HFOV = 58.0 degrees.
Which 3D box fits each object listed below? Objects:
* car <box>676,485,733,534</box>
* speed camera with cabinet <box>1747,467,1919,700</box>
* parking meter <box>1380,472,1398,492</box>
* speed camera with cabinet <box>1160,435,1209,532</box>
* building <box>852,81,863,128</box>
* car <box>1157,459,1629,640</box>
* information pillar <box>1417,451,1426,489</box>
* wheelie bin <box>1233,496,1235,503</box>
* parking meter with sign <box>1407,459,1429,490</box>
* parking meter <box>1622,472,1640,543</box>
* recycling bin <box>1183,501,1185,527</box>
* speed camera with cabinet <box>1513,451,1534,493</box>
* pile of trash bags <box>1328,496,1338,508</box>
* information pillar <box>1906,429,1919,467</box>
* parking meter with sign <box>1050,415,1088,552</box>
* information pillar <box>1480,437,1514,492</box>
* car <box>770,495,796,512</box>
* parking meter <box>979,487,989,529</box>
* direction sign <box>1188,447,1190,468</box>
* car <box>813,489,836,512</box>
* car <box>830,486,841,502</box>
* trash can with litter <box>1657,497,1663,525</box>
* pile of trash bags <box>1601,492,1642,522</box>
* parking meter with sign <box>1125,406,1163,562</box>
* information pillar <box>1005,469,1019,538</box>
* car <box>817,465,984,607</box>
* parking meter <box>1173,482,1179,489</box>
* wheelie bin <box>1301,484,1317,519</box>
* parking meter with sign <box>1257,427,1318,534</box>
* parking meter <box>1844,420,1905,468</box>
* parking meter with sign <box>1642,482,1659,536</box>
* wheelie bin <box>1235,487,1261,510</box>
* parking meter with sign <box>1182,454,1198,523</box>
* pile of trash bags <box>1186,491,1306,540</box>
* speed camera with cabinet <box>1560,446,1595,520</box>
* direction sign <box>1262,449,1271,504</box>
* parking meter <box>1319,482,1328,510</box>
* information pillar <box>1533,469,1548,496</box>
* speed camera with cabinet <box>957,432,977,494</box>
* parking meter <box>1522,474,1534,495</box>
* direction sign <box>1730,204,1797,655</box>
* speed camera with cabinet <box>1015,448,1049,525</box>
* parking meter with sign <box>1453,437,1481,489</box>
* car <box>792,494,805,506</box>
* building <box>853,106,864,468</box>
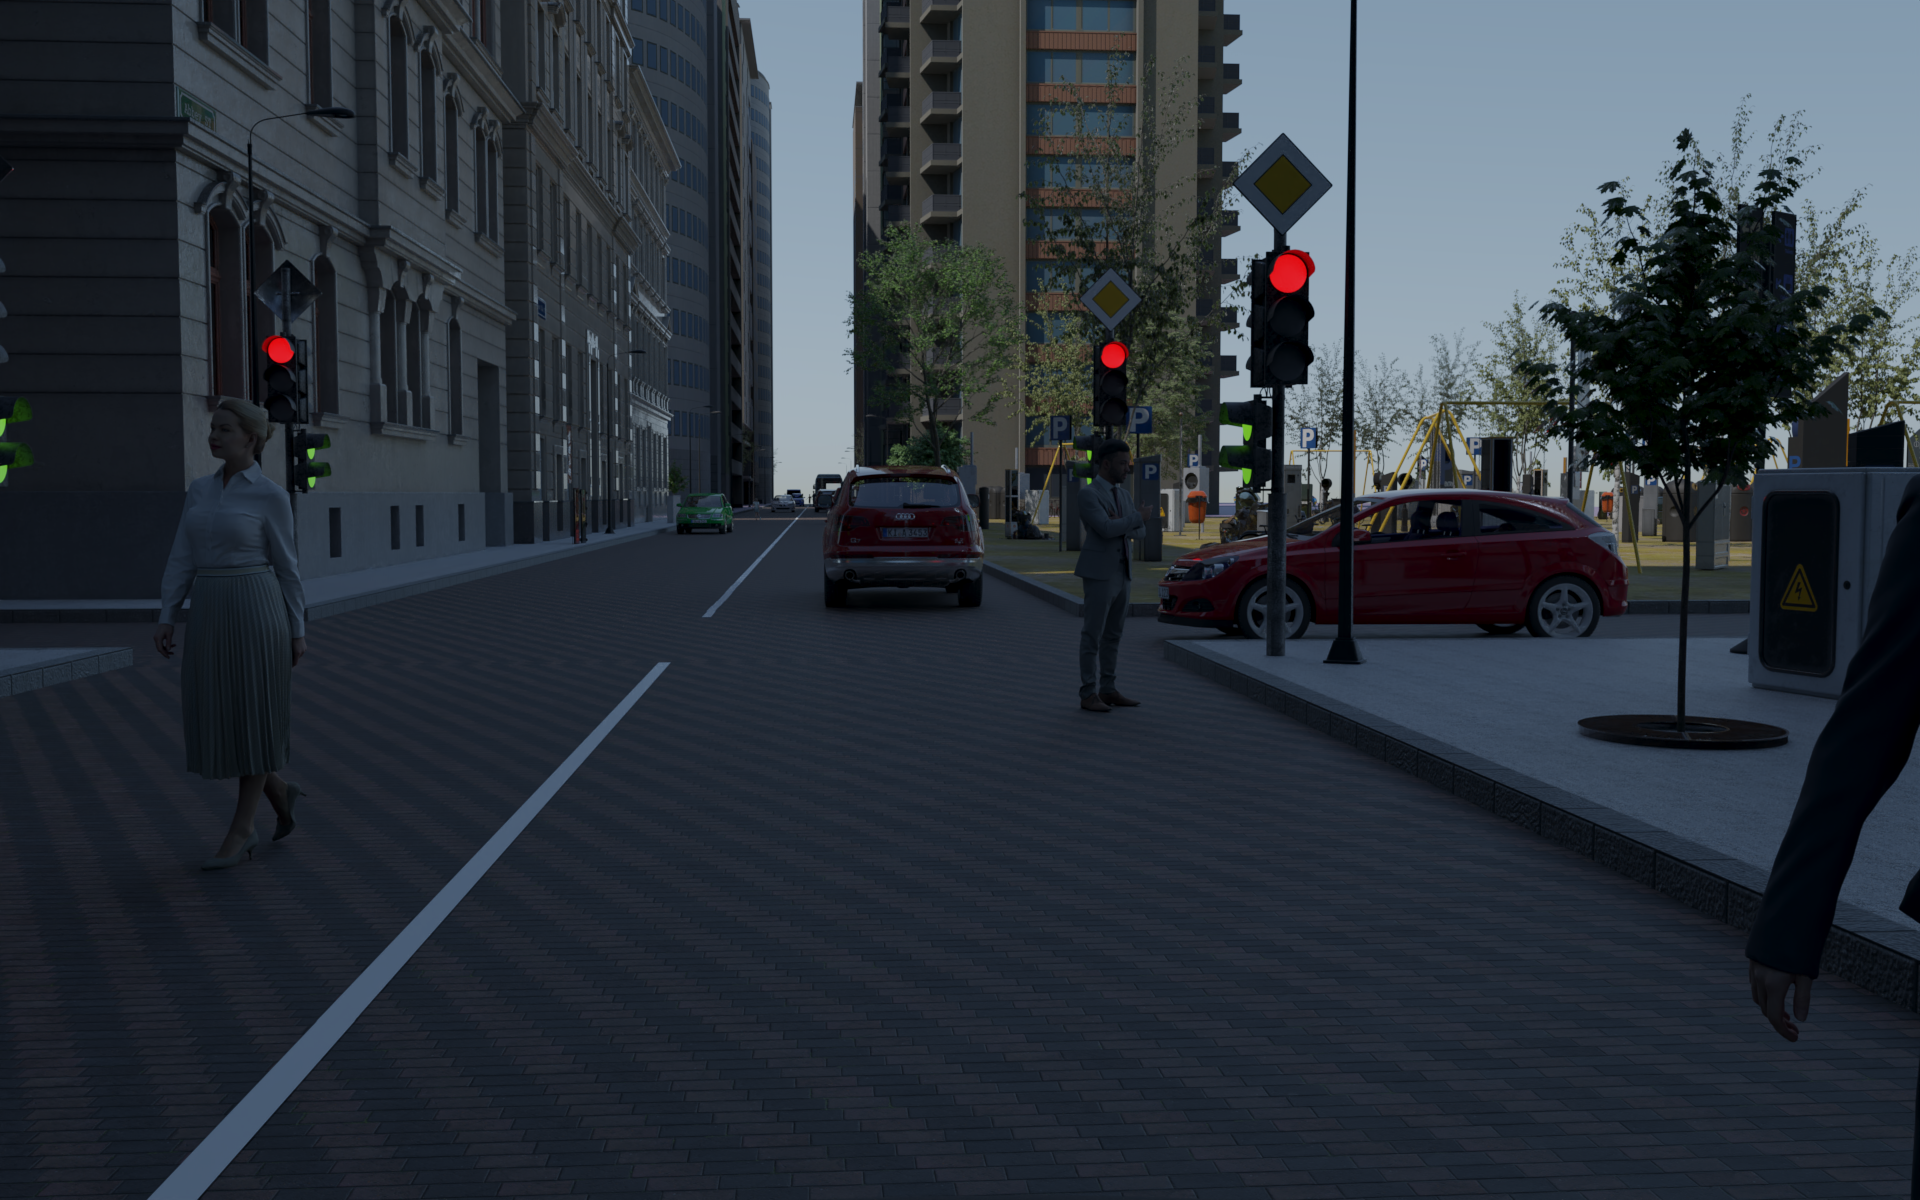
[{"bbox_3d":[-9.324,-3.339,63.391,1.959,1.807,4.718,0,4,-3],"label":"car"},{"bbox_3d":[5.778,-0.991,10.534,0.660,3.252,2.038,-1,4,-17],"label":"speed camera with cabinet"},{"bbox_3d":[11.278,-2.437,45.557,0.255,1.863,0.399,-3,4,-37],"label":"parking meter"},{"bbox_3d":[7.387,-3.909,58.240,0.660,3.252,2.038,-3,5,-45],"label":"speed camera with cabinet"},{"bbox_3d":[1.132,-38.475,218.307,28.713,52.752,27.495,0,4,-5],"label":"building"},{"bbox_3d":[4.172,-0.484,16.950,4.494,1.783,2.155,0,4,-3],"label":"car"},{"bbox_3d":[25.295,-6.342,95.038,0.504,3.616,0.183,0,4,5],"label":"information pillar"},{"bbox_3d":[12.449,-4.163,75.973,0.980,1.594,0.693,1,4,19],"label":"wheelie bin"},{"bbox_3d":[22.454,-5.506,86.278,1.738,3.016,0.543,-2,4,-25],"label":"parking meter with sign"},{"bbox_3d":[17.670,-2.440,45.605,0.399,1.863,0.255,-1,4,-21],"label":"parking meter"},{"bbox_3d":[8.156,-3.304,66.581,0.722,1.027,0.722,-3,5,-41],"label":"recycling bin"},{"bbox_3d":[26.008,-5.212,79.547,2.038,3.252,0.660,-3,5,-42],"label":"speed camera with cabinet"},{"bbox_3d":[21.357,-5.145,93.868,3.447,1.369,1.912,1,4,12],"label":"pile of trash bags"},{"bbox_3d":[34.140,-4.324,62.058,0.504,3.616,0.183,0,4,-8],"label":"information pillar"},{"bbox_3d":[2.783,-2.622,39.133,0.543,3.016,1.738,3,5,41],"label":"parking meter with sign"},{"bbox_3d":[6.903,-1.090,22.314,0.304,2.012,0.304,-1,4,-9],"label":"information pillar"},{"bbox_3d":[-14.017,-7.644,137.339,2.083,1.381,4.827,0,4,-5],"label":"car"},{"bbox_3d":[0.873,-3.343,63.072,0.372,1.533,0.369,0,3,0],"label":"parking meter"},{"bbox_3d":[10.966,-5.572,83.104,0.379,3.537,0.876,0,4,3],"label":"direction sign"},{"bbox_3d":[-10.479,-7.859,137.163,2.281,1.827,5.304,0,4,-6],"label":"car"},{"bbox_3d":[-5.129,-4.502,82.283,2.281,1.827,5.304,0,4,-5],"label":"car"},{"bbox_3d":[29.307,-3.741,72.548,0.624,1.170,1.055,3,5,43],"label":"trash can with litter"},{"bbox_3d":[30.589,-4.161,77.789,3.447,1.369,1.912,2,4,25],"label":"pile of trash bags"},{"bbox_3d":[3.606,-2.282,33.573,0.543,3.016,1.738,0,4,-5],"label":"parking meter with sign"},{"bbox_3d":[1.530,-2.851,51.099,0.304,2.012,0.304,-2,4,-31],"label":"information pillar"},{"bbox_3d":[-0.819,-0.910,23.560,2.281,1.827,5.304,0,4,-3],"label":"car"},{"bbox_3d":[10.220,-4.640,81.569,0.399,1.863,0.255,2,4,25],"label":"parking meter"},{"bbox_3d":[10.410,-2.752,52.903,0.980,1.594,0.693,1,4,13],"label":"wheelie bin"},{"bbox_3d":[8.486,-2.983,45.040,1.738,3.016,0.543,-2,4,-35],"label":"parking meter with sign"},{"bbox_3d":[7.274,-0.497,13.832,0.399,1.863,0.255,1,4,13],"label":"parking meter"},{"bbox_3d":[21.179,-3.479,53.148,0.543,3.016,1.738,1,4,22],"label":"parking meter with sign"},{"bbox_3d":[10.394,-3.315,62.102,0.693,1.594,0.980,1,4,19],"label":"wheelie bin"},{"bbox_3d":[9.982,-4.894,76.273,0.543,3.016,1.738,-1,4,-12],"label":"parking meter with sign"},{"bbox_3d":[8.106,-2.406,49.097,3.447,1.369,1.912,0,4,-6],"label":"pile of trash bags"},{"bbox_3d":[25.614,-4.740,71.842,2.038,3.252,0.660,-3,5,-45],"label":"speed camera with cabinet"},{"bbox_3d":[15.298,-5.832,87.353,0.379,3.537,0.876,-3,5,-45],"label":"direction sign"},{"bbox_3d":[18.245,-4.964,86.864,0.399,1.863,0.255,0,4,-4],"label":"parking meter"},{"bbox_3d":[17.257,-2.876,51.517,0.304,2.012,0.304,-3,4,-38],"label":"information pillar"},{"bbox_3d":[0.124,-3.770,55.975,0.660,3.252,2.038,0,4,-6],"label":"speed camera with cabinet"},{"bbox_3d":[16.790,-2.784,51.234,0.255,1.863,0.399,2,4,32],"label":"parking meter"},{"bbox_3d":[6.418,-1.338,13.869,0.876,3.537,0.379,-3,4,-38],"label":"direction sign"},{"bbox_3d":[2.954,-4.833,73.352,0.660,3.252,2.038,-2,4,-34],"label":"speed camera with cabinet"},{"bbox_3d":[15.675,-3.525,53.898,0.543,3.016,1.738,0,4,-6],"label":"parking meter with sign"},{"bbox_3d":[-18.967,-11.744,201.604,1.945,1.707,3.694,0,4,-6],"label":"car"},{"bbox_3d":[-5.060,-33.434,196.763,14.600,45.320,14.200,0,4,-5],"label":"building"}]
